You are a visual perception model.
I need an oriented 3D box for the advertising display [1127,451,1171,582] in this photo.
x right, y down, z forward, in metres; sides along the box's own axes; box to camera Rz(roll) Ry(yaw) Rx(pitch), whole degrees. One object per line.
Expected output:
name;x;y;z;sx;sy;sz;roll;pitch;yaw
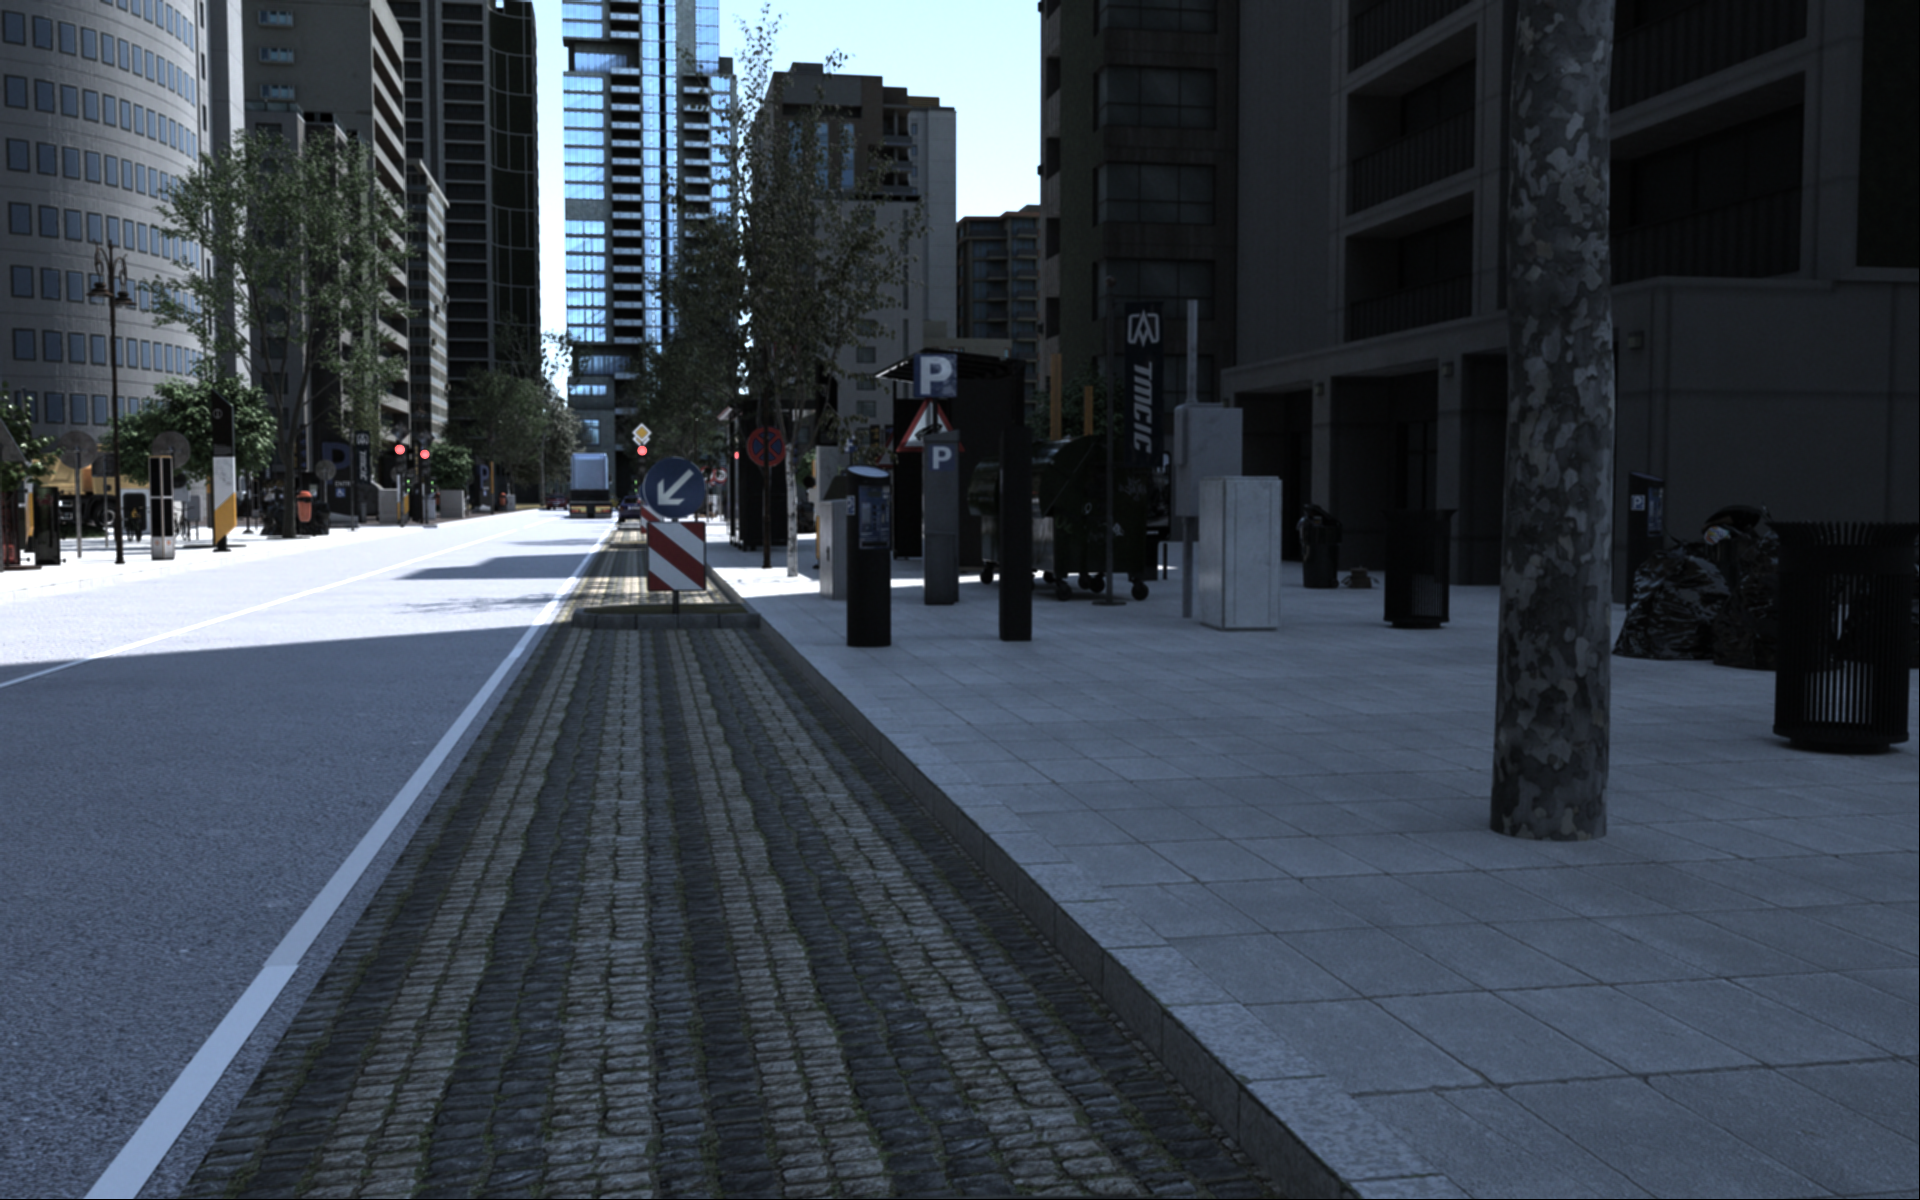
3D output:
advertising display;2.786;-1.250;25.646;0.123;1.923;0.974;3;5;43

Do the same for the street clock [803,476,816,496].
street clock;-5.944;-3.913;68.544;0.471;2.002;0.358;1;4;17

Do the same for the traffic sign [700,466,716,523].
traffic sign;-11.361;-4.762;77.964;0.768;2.556;0.104;0;4;-4

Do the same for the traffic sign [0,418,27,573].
traffic sign;-15.674;-1.727;28.248;0.884;2.594;0.081;0;4;-1

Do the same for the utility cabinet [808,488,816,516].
utility cabinet;-4.923;-3.330;63.119;1.173;1.500;0.318;1;4;18

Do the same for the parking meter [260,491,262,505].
parking meter;-44.522;-6.256;110.694;0.372;1.533;0.369;0;3;0

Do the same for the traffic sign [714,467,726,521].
traffic sign;-11.212;-4.958;81.176;0.768;2.556;0.104;0;4;-4

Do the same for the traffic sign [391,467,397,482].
traffic sign;-25.060;-4.729;77.432;0.768;2.556;0.104;0;4;-5

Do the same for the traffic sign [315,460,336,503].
traffic sign;-23.495;-3.917;64.144;0.768;2.556;0.104;0;4;-2

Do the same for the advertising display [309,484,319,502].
advertising display;-42.925;-6.720;115.088;0.974;1.923;0.123;3;4;38

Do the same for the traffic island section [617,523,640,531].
traffic island section;-12.467;-2.811;68.239;2.009;0.180;2.903;-1;4;-11

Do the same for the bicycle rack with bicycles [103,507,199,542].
bicycle rack with bicycles;-22.113;-2.081;47.398;2.852;0.926;2.925;-1;4;-16

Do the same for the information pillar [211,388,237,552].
information pillar;-16.351;-2.881;38.457;0.504;3.616;0.183;0;4;6

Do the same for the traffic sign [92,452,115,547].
traffic sign;-20.615;-2.426;41.788;0.606;2.300;0.079;0;4;-8

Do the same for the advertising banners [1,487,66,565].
advertising banners;-17.190;-2.141;31.200;2.074;3.025;0.090;0;4;2

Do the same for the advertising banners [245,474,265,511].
advertising banners;-40.829;-6.374;100.399;2.074;3.025;0.090;2;4;33

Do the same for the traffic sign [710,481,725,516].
traffic sign;-14.448;-6.311;103.184;0.884;2.594;0.081;-1;4;-9

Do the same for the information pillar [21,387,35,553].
information pillar;-20.347;-2.841;37.807;0.183;3.616;0.504;-3;4;-38

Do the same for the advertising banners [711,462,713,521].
advertising banners;-11.948;-5.332;83.364;0.090;3.025;2.074;-1;4;-8

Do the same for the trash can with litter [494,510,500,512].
trash can with litter;-32.888;-6.756;121.514;2.233;1.210;1.678;-3;5;-43

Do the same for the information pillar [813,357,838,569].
information pillar;-2.305;-2.355;29.858;0.183;3.616;0.504;3;4;38

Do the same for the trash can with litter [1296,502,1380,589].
trash can with litter;5.166;-0.753;23.691;1.055;1.170;0.624;0;4;1

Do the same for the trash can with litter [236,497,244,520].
trash can with litter;-36.315;-4.553;85.495;1.678;1.210;2.233;2;4;30

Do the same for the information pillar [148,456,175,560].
information pillar;-15.511;-1.783;33.650;0.304;2.012;0.304;1;4;17

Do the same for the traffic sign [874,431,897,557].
traffic sign;-1.355;-2.165;35.397;0.884;2.594;0.081;-1;4;-10

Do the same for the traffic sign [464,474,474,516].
traffic sign;-28.564;-6.132;100.357;0.768;2.556;0.104;0;4;-4

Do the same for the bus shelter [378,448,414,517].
bus shelter;-29.111;-6.078;90.652;1.731;3.624;6.357;-1;4;-11

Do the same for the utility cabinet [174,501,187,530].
utility cabinet;-27.734;-3.206;61.098;0.318;1.500;1.173;0;4;2

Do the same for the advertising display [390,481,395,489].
advertising display;-27.902;-4.888;85.137;0.123;1.923;0.974;-2;4;-24

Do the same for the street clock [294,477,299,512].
street clock;-28.203;-4.216;73.505;0.358;2.002;0.471;2;4;30

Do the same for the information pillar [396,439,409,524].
information pillar;-23.695;-5.030;73.590;0.504;3.616;0.183;-3;5;-39

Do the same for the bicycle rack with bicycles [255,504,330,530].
bicycle rack with bicycles;-23.743;-2.935;61.364;2.852;0.926;2.925;-2;4;-30

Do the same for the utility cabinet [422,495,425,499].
utility cabinet;-42.714;-7.759;138.015;0.306;1.237;1.020;0;4;-3

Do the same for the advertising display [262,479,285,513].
advertising display;-30.136;-4.334;76.071;0.974;1.923;0.123;0;4;-5

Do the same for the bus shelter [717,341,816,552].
bus shelter;-4.809;-3.974;42.607;2.179;5.291;8.768;-1;4;-10

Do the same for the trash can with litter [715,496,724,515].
trash can with litter;-14.414;-5.708;104.718;0.624;1.170;1.055;1;4;15

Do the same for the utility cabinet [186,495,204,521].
utility cabinet;-36.219;-4.313;81.681;1.020;1.237;0.306;1;4;11

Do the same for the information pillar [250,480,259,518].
information pillar;-37.083;-5.295;91.068;0.304;2.012;0.304;-3;5;-43

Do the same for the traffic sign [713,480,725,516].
traffic sign;-14.226;-6.257;102.406;0.768;2.556;0.104;0;4;-2

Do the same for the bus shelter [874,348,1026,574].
bus shelter;-0.261;-2.430;31.013;1.731;3.624;6.357;-1;4;-11

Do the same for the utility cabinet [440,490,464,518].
utility cabinet;-26.722;-5.043;91.139;1.173;1.500;0.318;0;4;-2

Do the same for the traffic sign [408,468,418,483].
traffic sign;-26.510;-5.135;84.057;0.768;2.556;0.104;0;4;-2

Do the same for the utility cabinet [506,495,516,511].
utility cabinet;-33.685;-7.215;129.125;1.020;1.237;0.306;-1;4;-22

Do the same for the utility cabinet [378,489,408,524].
utility cabinet;-24.428;-4.036;74.668;1.173;1.500;0.318;-3;5;-43

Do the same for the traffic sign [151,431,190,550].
traffic sign;-15.925;-2.132;34.967;0.768;2.556;0.104;0;4;-3

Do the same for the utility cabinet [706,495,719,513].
utility cabinet;-15.651;-6.021;109.602;0.306;1.237;1.020;2;4;24

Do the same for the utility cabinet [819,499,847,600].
utility cabinet;-1.526;-0.625;21.376;0.306;1.237;1.020;-1;4;-14

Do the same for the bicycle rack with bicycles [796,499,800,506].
bicycle rack with bicycles;-12.175;-6.831;125.061;2.925;0.926;2.852;3;5;39

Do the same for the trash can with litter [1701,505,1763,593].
trash can with litter;7.644;-0.372;17.477;0.624;1.170;1.055;0;4;2

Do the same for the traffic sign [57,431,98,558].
traffic sign;-17.700;-2.119;34.747;0.768;2.556;0.104;-1;4;-9

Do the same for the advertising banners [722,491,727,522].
advertising banners;-10.608;-5.118;79.871;0.090;3.025;2.074;-2;4;-25

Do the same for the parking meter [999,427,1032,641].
parking meter;0.488;-0.582;15.230;0.255;1.863;0.399;0;4;-5
